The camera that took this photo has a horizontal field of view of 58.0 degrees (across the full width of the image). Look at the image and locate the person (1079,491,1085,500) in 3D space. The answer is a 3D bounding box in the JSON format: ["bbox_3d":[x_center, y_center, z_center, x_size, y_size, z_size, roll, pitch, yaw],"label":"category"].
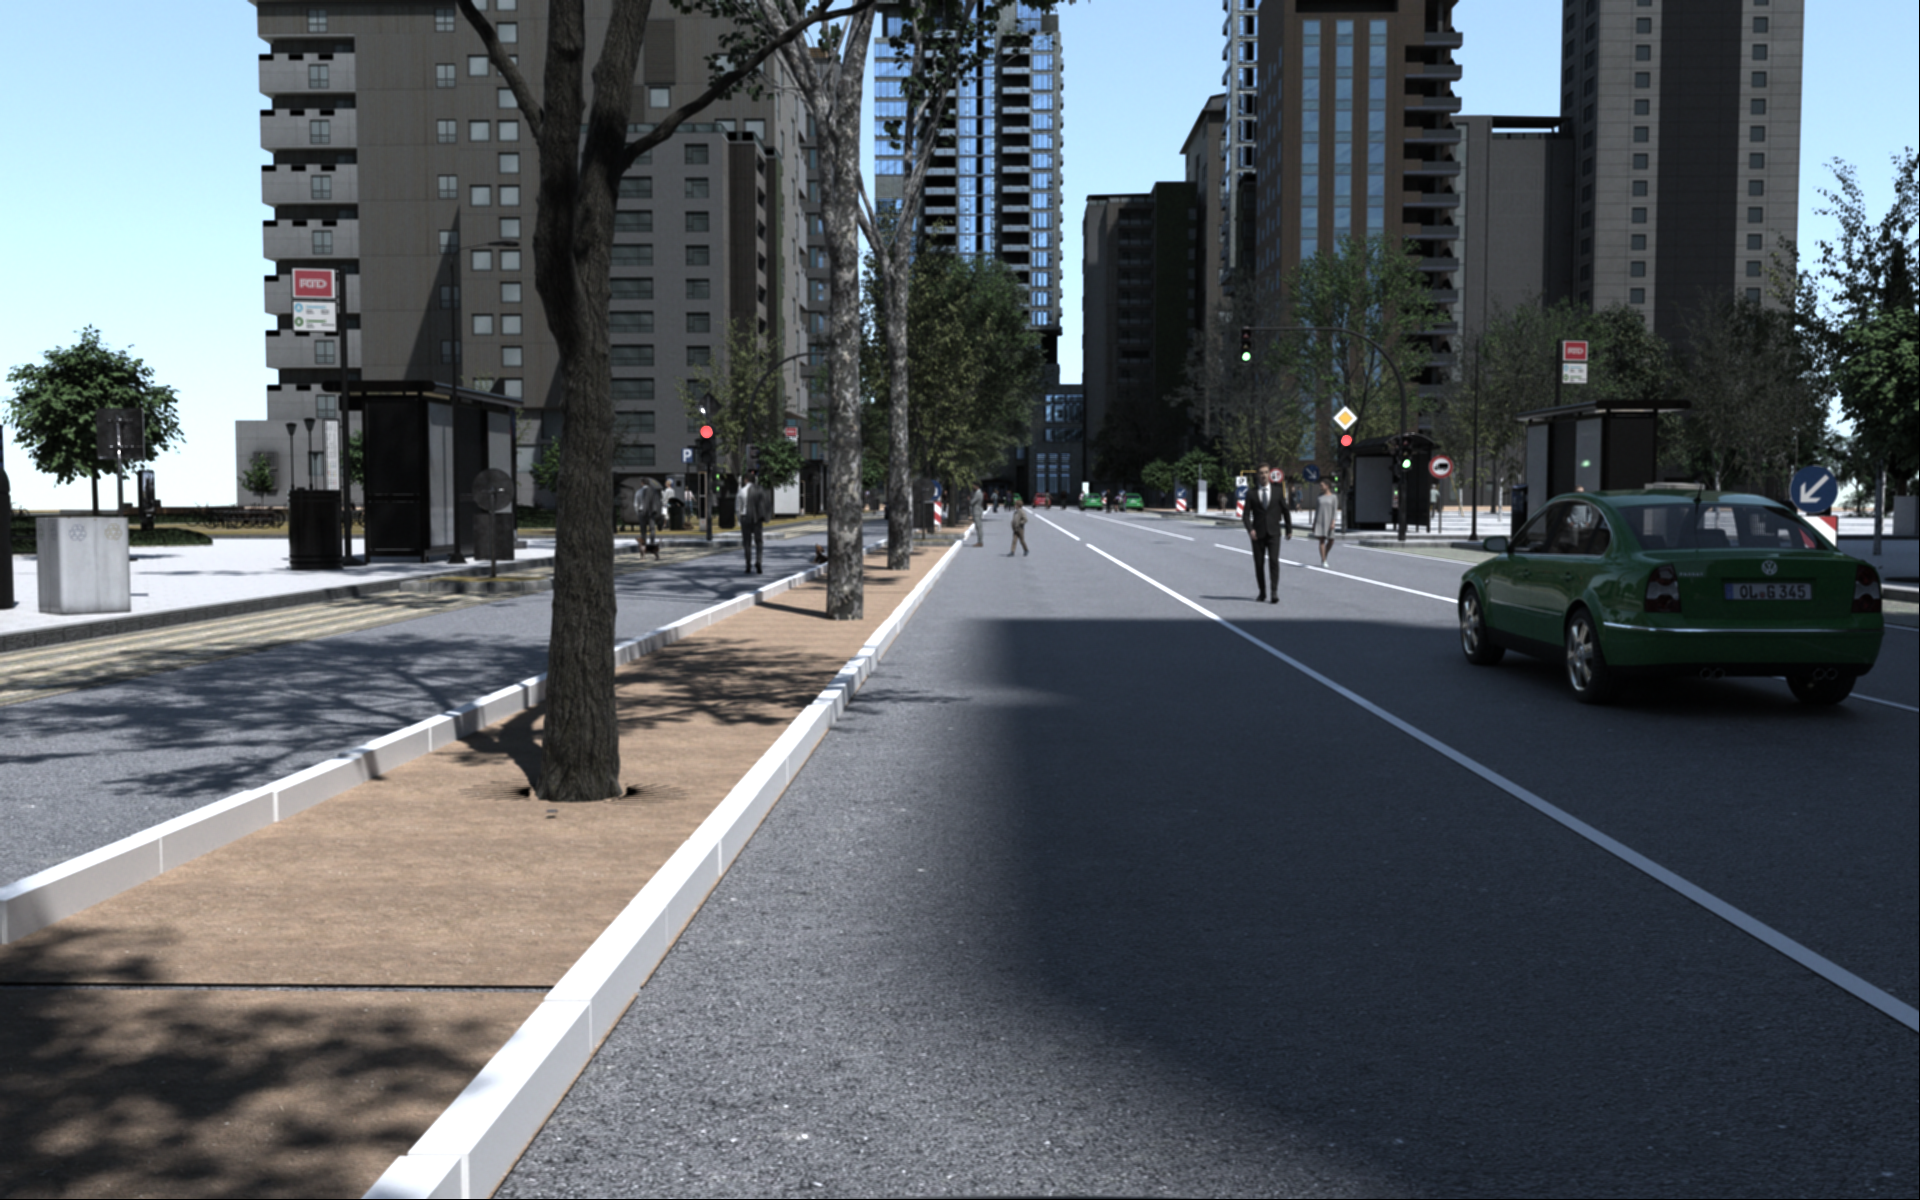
[{"bbox_3d":[11.633,-9.428,163.589,0.756,1.711,0.436,-2,4,-27],"label":"person"}]

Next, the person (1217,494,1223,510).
[{"bbox_3d":[20.739,-8.050,138.215,0.434,1.755,0.990,-1,4,-12],"label":"person"}]

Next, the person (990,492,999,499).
[{"bbox_3d":[3.545,-10.253,176.849,0.721,1.743,1.217,3,5,44],"label":"person"}]

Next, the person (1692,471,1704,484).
[{"bbox_3d":[17.924,-2.222,42.150,0.755,1.850,0.659,1,4,11],"label":"person"}]

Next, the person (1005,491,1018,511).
[{"bbox_3d":[4.464,-8.503,148.236,1.217,1.735,0.721,1,4,11],"label":"person"}]

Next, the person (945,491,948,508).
[{"bbox_3d":[-1.396,-10.274,177.029,0.434,1.755,0.990,1,4,11],"label":"person"}]

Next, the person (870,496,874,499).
[{"bbox_3d":[-8.337,-9.554,163.173,0.530,1.710,0.541,3,5,42],"label":"person"}]

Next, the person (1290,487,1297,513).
[{"bbox_3d":[22.904,-6.884,119.020,0.576,1.772,0.534,3,4,37],"label":"person"}]

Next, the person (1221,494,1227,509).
[{"bbox_3d":[18.368,-6.742,120.542,0.475,1.303,0.640,0,4,-6],"label":"person"}]

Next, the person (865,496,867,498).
[{"bbox_3d":[-8.029,-8.030,137.341,1.348,1.822,0.705,-1,4,-16],"label":"person"}]

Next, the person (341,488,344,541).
[{"bbox_3d":[-15.136,-2.154,41.812,0.519,1.759,0.362,-2,4,-26],"label":"person"}]

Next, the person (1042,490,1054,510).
[{"bbox_3d":[8.003,-9.186,158.700,1.348,1.824,0.705,3,5,40],"label":"person"}]

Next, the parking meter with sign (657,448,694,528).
[{"bbox_3d":[-10.739,-4.218,65.228,0.543,3.016,1.738,2,4,28],"label":"parking meter with sign"}]

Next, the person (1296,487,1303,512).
[{"bbox_3d":[24.388,-7.255,124.687,0.654,1.822,0.581,0,4,-6],"label":"person"}]

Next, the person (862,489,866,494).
[{"bbox_3d":[-8.622,-8.934,152.911,0.445,1.727,0.742,2,4,32],"label":"person"}]

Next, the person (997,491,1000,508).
[{"bbox_3d":[3.927,-10.740,184.611,0.721,1.766,1.217,-2,4,-23],"label":"person"}]

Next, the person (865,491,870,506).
[{"bbox_3d":[-10.058,-11.112,187.596,0.709,1.838,0.599,0,4,5],"label":"person"}]

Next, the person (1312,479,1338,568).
[{"bbox_3d":[7.141,-1.510,33.943,0.466,1.731,0.760,0,4,-1],"label":"person"}]

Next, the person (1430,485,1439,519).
[{"bbox_3d":[24.132,-4.987,88.063,0.782,1.767,0.515,1,4,11],"label":"person"}]

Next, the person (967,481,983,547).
[{"bbox_3d":[0.414,-2.365,47.345,0.466,1.800,0.511,0,4,-5],"label":"person"}]

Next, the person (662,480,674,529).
[{"bbox_3d":[-10.692,-3.497,63.563,0.624,1.780,0.694,3,5,44],"label":"person"}]

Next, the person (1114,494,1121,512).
[{"bbox_3d":[12.610,-7.774,138.836,0.697,1.427,0.421,-3,4,-39],"label":"person"}]

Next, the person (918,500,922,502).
[{"bbox_3d":[-3.085,-7.715,135.088,0.683,1.767,0.568,2,4,28],"label":"person"}]

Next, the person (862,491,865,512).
[{"bbox_3d":[-7.036,-7.155,122.989,0.622,1.834,0.822,1,4,20],"label":"person"}]

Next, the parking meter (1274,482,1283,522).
[{"bbox_3d":[14.879,-4.605,81.011,0.399,1.863,0.255,-1,4,-14],"label":"parking meter"}]

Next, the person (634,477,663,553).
[{"bbox_3d":[-7.495,-2.023,41.680,0.679,1.850,0.850,-1,4,-16],"label":"person"}]

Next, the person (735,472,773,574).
[{"bbox_3d":[-3.719,-1.387,31.271,0.679,1.850,0.850,-1,4,-14],"label":"person"}]

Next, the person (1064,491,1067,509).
[{"bbox_3d":[9.730,-9.352,162.223,0.721,1.723,1.217,1,4,13],"label":"person"}]

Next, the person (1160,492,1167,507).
[{"bbox_3d":[19.593,-9.780,166.881,0.756,1.711,0.436,1,4,15],"label":"person"}]

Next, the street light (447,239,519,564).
[{"bbox_3d":[-8.737,-3.622,31.767,1.470,5.913,1.316,0,4,1],"label":"street light"}]

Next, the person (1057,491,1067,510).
[{"bbox_3d":[9.444,-9.240,160.404,1.217,1.723,0.721,-3,4,-37],"label":"person"}]

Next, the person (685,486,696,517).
[{"bbox_3d":[-15.204,-5.560,97.613,0.731,1.740,0.598,-2,4,-24],"label":"person"}]

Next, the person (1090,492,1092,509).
[{"bbox_3d":[12.822,-9.706,168.665,0.593,1.643,0.415,-2,4,-31],"label":"person"}]

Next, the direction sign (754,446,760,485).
[{"bbox_3d":[-9.722,-5.500,81.921,0.379,3.537,0.876,2,4,26],"label":"direction sign"}]

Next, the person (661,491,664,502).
[{"bbox_3d":[-17.035,-5.622,98.319,0.694,1.780,0.624,1,4,22],"label":"person"}]

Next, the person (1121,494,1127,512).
[{"bbox_3d":[12.753,-7.523,134.730,0.599,1.433,0.991,2,4,27],"label":"person"}]

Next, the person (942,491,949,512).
[{"bbox_3d":[-1.179,-8.109,141.909,0.721,1.723,1.217,2,4,29],"label":"person"}]

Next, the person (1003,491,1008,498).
[{"bbox_3d":[4.940,-10.443,179.768,1.217,1.766,0.721,2,4,35],"label":"person"}]

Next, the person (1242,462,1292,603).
[{"bbox_3d":[4.068,-0.896,22.932,0.659,1.850,0.755,1,4,10],"label":"person"}]

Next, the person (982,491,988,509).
[{"bbox_3d":[2.393,-9.669,167.138,0.990,1.755,0.434,-3,5,-42],"label":"person"}]

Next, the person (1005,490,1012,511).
[{"bbox_3d":[4.021,-8.193,142.899,0.683,1.767,0.568,2,4,25],"label":"person"}]

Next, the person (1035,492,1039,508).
[{"bbox_3d":[8.136,-10.545,182.385,0.415,1.643,0.593,2,4,30],"label":"person"}]

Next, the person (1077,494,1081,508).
[{"bbox_3d":[12.020,-9.898,173.552,0.599,1.433,0.991,-2,4,-27],"label":"person"}]

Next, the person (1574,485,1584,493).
[{"bbox_3d":[11.955,-1.417,33.481,0.589,1.601,0.330,1,4,10],"label":"person"}]

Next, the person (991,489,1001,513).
[{"bbox_3d":[2.752,-7.652,133.691,0.705,1.814,1.350,2,4,34],"label":"person"}]

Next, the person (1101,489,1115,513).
[{"bbox_3d":[11.333,-7.569,132.280,1.348,1.821,0.705,3,5,43],"label":"person"}]

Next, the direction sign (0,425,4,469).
[{"bbox_3d":[-31.537,-3.954,56.647,0.876,3.537,0.379,2,4,29],"label":"direction sign"}]

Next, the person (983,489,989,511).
[{"bbox_3d":[2.117,-8.516,147.704,0.705,1.831,1.348,3,4,37],"label":"person"}]

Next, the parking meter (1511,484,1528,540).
[{"bbox_3d":[13.582,-2.058,42.056,0.372,1.533,0.369,0,3,0],"label":"parking meter"}]

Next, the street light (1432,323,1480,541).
[{"bbox_3d":[13.516,-4.567,47.216,1.470,5.913,1.316,0,4,1],"label":"street light"}]

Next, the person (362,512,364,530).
[{"bbox_3d":[-21.044,-3.148,61.754,0.590,1.304,0.306,-2,4,-34],"label":"person"}]
